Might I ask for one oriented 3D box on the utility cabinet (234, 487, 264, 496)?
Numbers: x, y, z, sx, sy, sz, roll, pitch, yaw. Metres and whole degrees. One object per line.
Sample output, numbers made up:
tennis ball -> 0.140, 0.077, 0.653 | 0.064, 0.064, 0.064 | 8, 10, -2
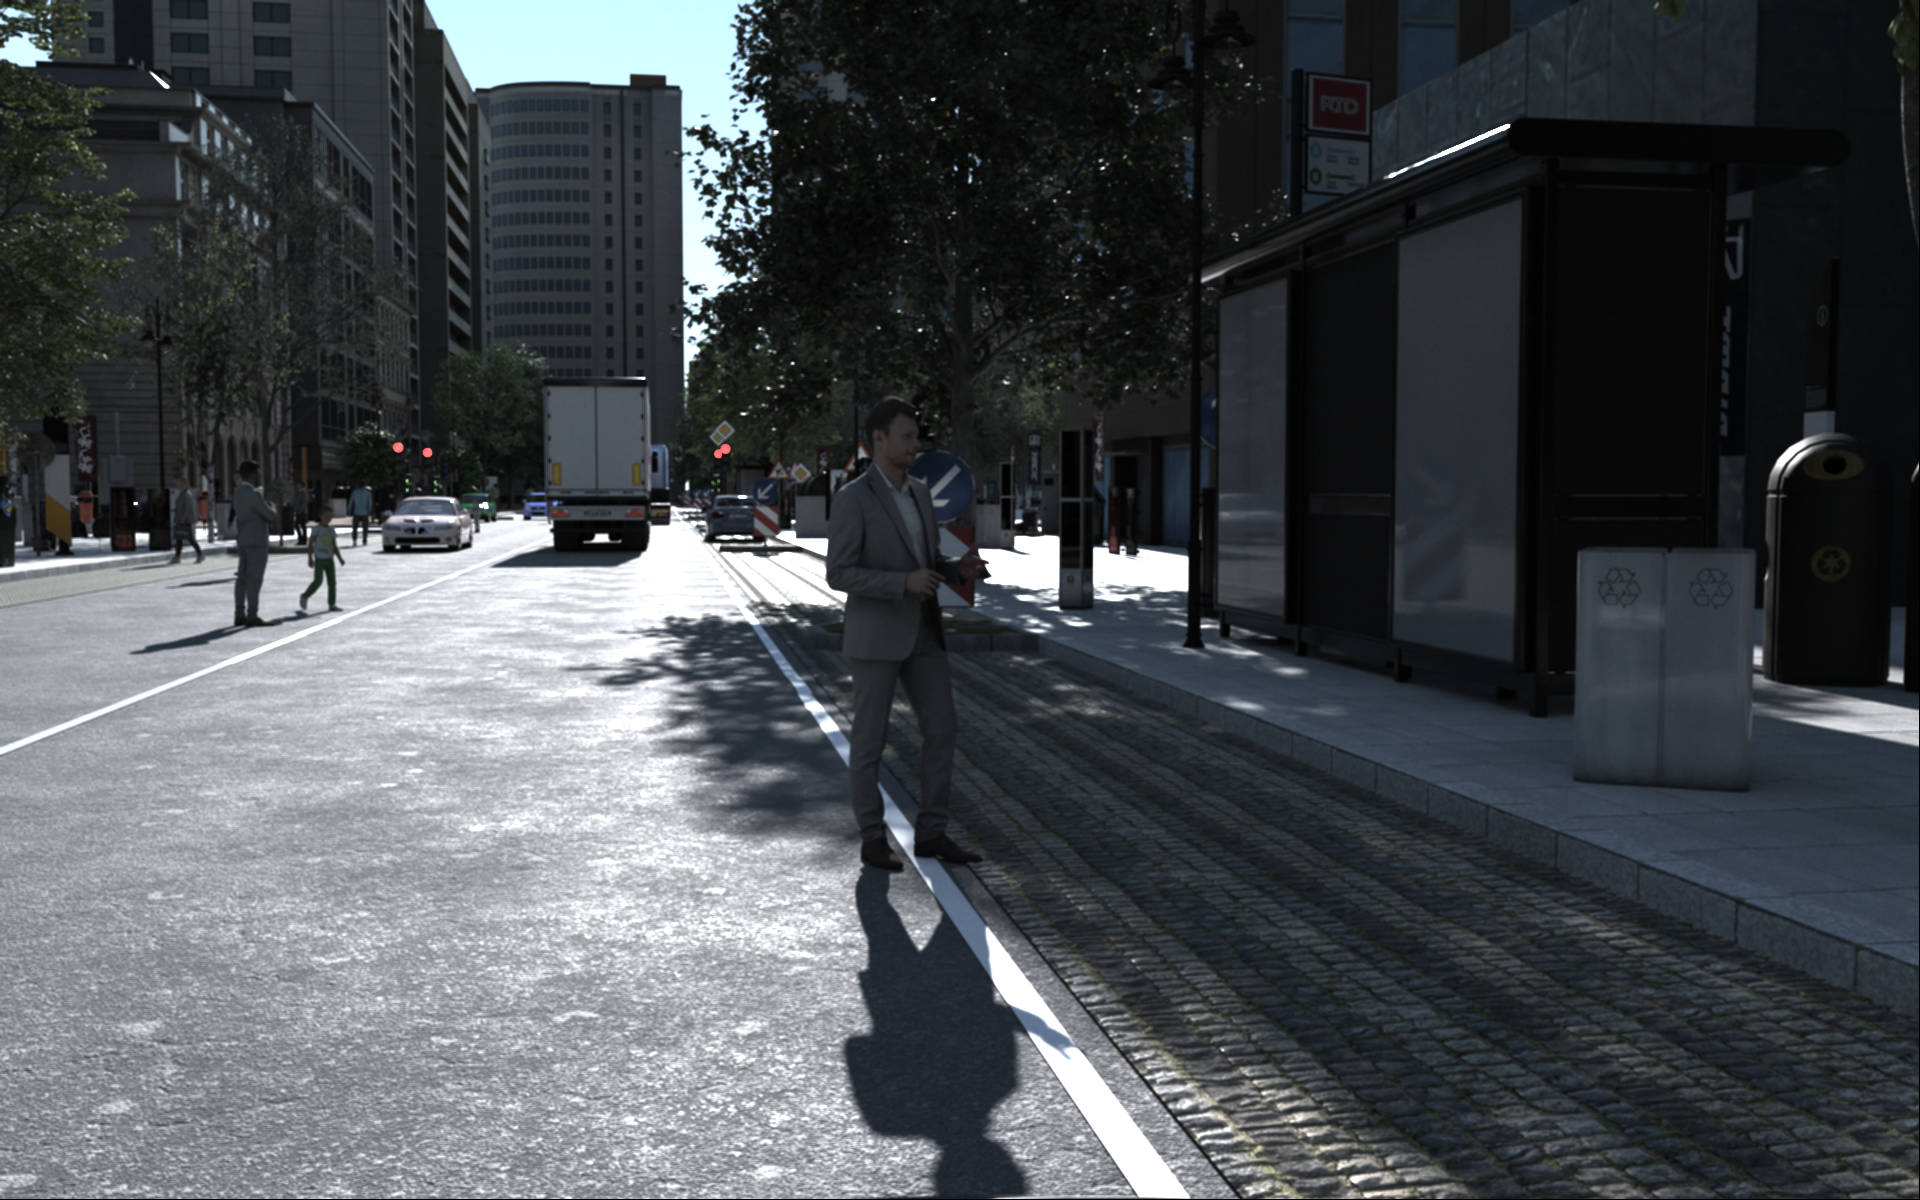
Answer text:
utility cabinet -> -23.456, -2.966, 57.176 | 0.318, 1.500, 1.173 | 1, 4, 13

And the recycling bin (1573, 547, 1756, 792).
recycling bin -> 3.202, 0.287, 7.869 | 0.722, 1.027, 0.722 | 2, 4, 24

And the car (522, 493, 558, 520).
car -> -23.551, -5.358, 97.198 | 1.945, 1.707, 3.694 | -1, 4, -10

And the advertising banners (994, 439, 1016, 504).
advertising banners -> 1.470, -3.676, 56.283 | 0.090, 3.025, 2.074 | -1, 4, -16

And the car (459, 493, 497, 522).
car -> -24.683, -4.858, 88.217 | 1.959, 1.807, 4.718 | -1, 4, -8

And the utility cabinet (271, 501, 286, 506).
utility cabinet -> -23.749, -2.965, 59.633 | 1.020, 1.237, 0.306 | 0, 3, 0

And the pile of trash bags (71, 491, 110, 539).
pile of trash bags -> -25.697, -2.533, 51.161 | 1.912, 1.369, 3.447 | -2, 4, -24

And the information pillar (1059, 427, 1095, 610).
information pillar -> 1.295, -0.903, 19.259 | 0.304, 2.012, 0.304 | 2, 4, 29

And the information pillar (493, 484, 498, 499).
information pillar -> -33.199, -7.311, 124.020 | 0.304, 2.012, 0.304 | 0, 4, 3

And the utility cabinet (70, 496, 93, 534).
utility cabinet -> -28.230, -2.695, 55.226 | 1.020, 1.237, 0.306 | -3, 5, -43

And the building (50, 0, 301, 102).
building -> -86.998, -46.247, 194.389 | 20.611, 71.187, 20.563 | -1, 4, -10

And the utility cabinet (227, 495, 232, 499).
utility cabinet -> -34.261, -4.347, 82.228 | 0.306, 1.237, 1.020 | 2, 4, 27

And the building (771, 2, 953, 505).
building -> -11.550, -40.439, 203.169 | 21.231, 58.520, 28.212 | -1, 4, -10

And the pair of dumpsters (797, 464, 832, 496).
pair of dumpsters -> -4.606, -3.454, 58.971 | 1.574, 2.255, 4.437 | -1, 4, -10

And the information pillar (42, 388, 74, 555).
information pillar -> -18.871, -2.744, 36.214 | 0.504, 3.616, 0.183 | -3, 4, -36

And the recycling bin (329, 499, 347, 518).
recycling bin -> -33.766, -4.980, 93.977 | 0.722, 1.027, 0.722 | -3, 5, -39

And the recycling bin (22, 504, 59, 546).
recycling bin -> -22.824, -1.873, 43.175 | 0.722, 1.027, 0.722 | 0, 4, 2

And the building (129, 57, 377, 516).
building -> -46.440, -19.410, 110.854 | 14.314, 27.812, 24.014 | -1, 4, -10

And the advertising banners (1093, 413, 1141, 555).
advertising banners -> 3.312, -2.495, 36.981 | 0.090, 3.025, 2.074 | -1, 4, -23

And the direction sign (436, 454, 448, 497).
direction sign -> -29.569, -6.537, 98.885 | 0.379, 3.537, 0.876 | 2, 4, 29

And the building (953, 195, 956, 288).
building -> -2.066, -36.736, 250.745 | 14.200, 45.320, 14.600 | -1, 4, -10

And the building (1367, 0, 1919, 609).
building -> 20.569, -42.874, 13.658 | 22.319, 86.520, 31.000 | -1, 4, -10

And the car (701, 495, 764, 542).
car -> -6.924, -2.521, 53.226 | 2.014, 1.417, 4.499 | -1, 4, -10

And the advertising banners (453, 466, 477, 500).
advertising banners -> -30.218, -6.706, 105.828 | 2.074, 3.025, 0.090 | 2, 4, 30

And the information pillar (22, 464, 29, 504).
information pillar -> -39.256, -4.977, 72.723 | 0.183, 3.616, 0.504 | -3, 5, -44

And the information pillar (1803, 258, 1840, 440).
information pillar -> 8.669, -1.597, 17.474 | 0.183, 3.616, 0.504 | 0, 4, 0

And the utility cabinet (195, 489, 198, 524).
utility cabinet -> -33.265, -3.998, 74.044 | 1.173, 1.500, 0.318 | -2, 4, -33

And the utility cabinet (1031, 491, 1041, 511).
utility cabinet -> 5.781, -7.557, 132.235 | 0.318, 1.500, 1.173 | -3, 5, -42

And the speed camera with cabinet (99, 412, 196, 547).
speed camera with cabinet -> -19.845, -2.933, 42.298 | 2.038, 3.252, 0.660 | -2, 4, -34

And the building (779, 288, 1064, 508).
building -> -3.722, -20.285, 176.705 | 27.650, 21.520, 28.899 | -1, 4, -10

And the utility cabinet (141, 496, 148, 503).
utility cabinet -> -34.753, -3.862, 74.301 | 1.020, 1.237, 0.306 | 3, 4, 39

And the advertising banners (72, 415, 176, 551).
advertising banners -> -18.782, -2.611, 38.884 | 2.074, 3.025, 0.090 | -2, 4, -33

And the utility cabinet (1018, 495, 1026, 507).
utility cabinet -> 5.519, -8.502, 150.175 | 1.020, 1.237, 0.306 | 0, 4, 6

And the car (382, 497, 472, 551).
car -> -13.748, -1.987, 44.857 | 2.083, 1.381, 4.827 | -1, 4, -10

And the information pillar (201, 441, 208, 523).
information pillar -> -33.223, -5.188, 76.182 | 0.183, 3.616, 0.504 | 0, 4, -8

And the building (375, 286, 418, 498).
building -> -48.179, -16.399, 132.745 | 10.561, 19.102, 19.286 | -1, 4, -10

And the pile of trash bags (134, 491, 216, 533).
pile of trash bags -> -26.847, -2.968, 58.274 | 3.447, 1.369, 1.912 | -3, 5, -39

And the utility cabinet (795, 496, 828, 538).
utility cabinet -> -4.370, -2.453, 51.265 | 1.020, 1.237, 0.306 | 0, 4, -4

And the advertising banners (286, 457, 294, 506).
advertising banners -> -32.413, -5.318, 83.139 | 2.074, 3.025, 0.090 | 3, 5, 43

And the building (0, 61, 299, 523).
building -> -42.476, -15.020, 87.372 | 13.314, 21.916, 24.055 | -1, 4, -10

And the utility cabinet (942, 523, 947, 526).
utility cabinet -> -0.371, -2.013, 41.590 | 0.318, 1.500, 1.173 | 3, 5, 43

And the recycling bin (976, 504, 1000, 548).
recycling bin -> 0.690, -1.798, 41.944 | 0.722, 1.027, 0.722 | -2, 4, -34

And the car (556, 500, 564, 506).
car -> -24.406, -5.942, 106.743 | 1.945, 1.707, 3.694 | -1, 4, -11

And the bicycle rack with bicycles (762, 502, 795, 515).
bicycle rack with bicycles -> -8.340, -4.017, 79.062 | 2.852, 0.926, 2.925 | -1, 4, -15

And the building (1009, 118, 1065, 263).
building -> 14.987, -36.038, 212.916 | 21.600, 48.544, 21.300 | -1, 4, -10

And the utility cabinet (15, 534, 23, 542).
utility cabinet -> -25.807, -2.166, 46.569 | 1.020, 1.237, 0.306 | -2, 4, -29

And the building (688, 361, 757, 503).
building -> -25.118, -25.037, 254.398 | 28.899, 21.520, 27.650 | -1, 4, -10

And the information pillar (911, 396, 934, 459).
information pillar -> -0.738, -2.655, 34.756 | 0.504, 3.616, 0.183 | -1, 4, -21

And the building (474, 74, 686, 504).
building -> -53.375, -42.989, 244.874 | 28.212, 58.520, 21.231 | -1, 4, -10

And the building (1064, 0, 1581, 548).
building -> 11.085, -24.108, 44.282 | 14.600, 45.320, 14.200 | -1, 4, -10

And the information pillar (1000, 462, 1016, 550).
information pillar -> 1.100, -2.170, 39.976 | 0.304, 2.012, 0.304 | 1, 4, 15

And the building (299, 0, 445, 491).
building -> -56.627, -43.615, 151.350 | 20.563, 71.187, 20.611 | -1, 4, -10

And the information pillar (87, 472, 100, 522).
information pillar -> -29.262, -3.303, 58.498 | 0.304, 2.012, 0.304 | 3, 5, 45

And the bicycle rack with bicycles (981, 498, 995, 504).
bicycle rack with bicycles -> 3.139, -8.375, 150.312 | 2.852, 0.926, 2.925 | 0, 4, -7

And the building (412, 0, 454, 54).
building -> -61.009, -33.598, 173.035 | 21.300, 48.544, 21.600 | -1, 4, -10

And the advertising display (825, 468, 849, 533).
advertising display -> -3.030, -2.302, 42.844 | 0.123, 1.923, 0.974 | 2, 4, 25

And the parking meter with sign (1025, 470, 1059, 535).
parking meter with sign -> 2.925, -3.580, 54.789 | 1.738, 3.016, 0.543 | 1, 4, 16

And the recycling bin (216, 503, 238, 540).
recycling bin -> -20.679, -2.246, 49.273 | 0.722, 1.027, 0.722 | -3, 4, -38

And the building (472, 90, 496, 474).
building -> -65.170, -35.129, 198.053 | 21.600, 48.544, 21.300 | -1, 4, -10
